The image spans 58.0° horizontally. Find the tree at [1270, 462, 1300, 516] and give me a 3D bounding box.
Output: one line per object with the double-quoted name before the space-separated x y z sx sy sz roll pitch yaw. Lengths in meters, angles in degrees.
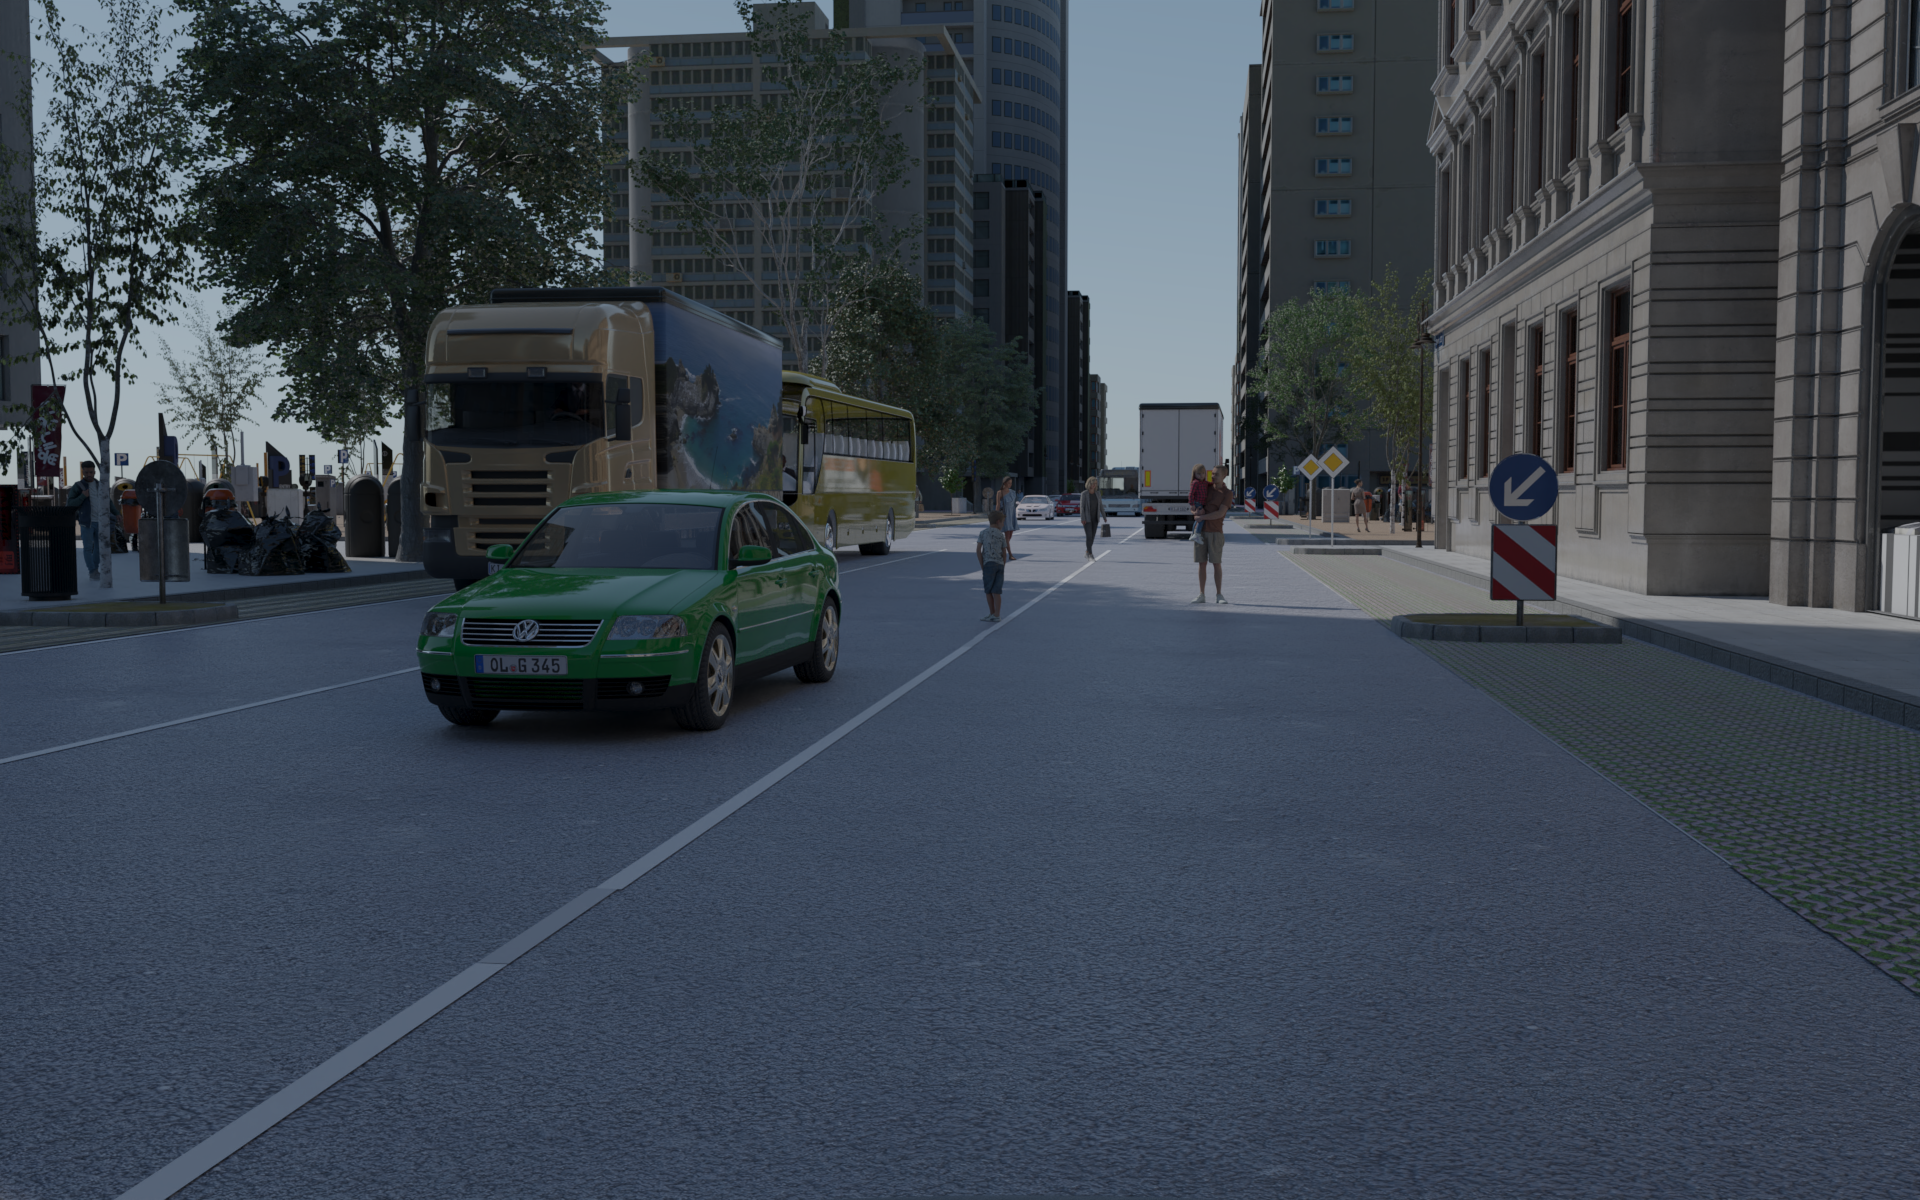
"tree" 19.295 -6.671 103.671 1.663 3.219 1.824 0 3 0

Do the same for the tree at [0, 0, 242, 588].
"tree" -11.831 -4.483 23.662 4.360 8.622 3.978 0 3 0

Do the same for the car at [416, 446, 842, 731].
"car" -2.078 -0.196 11.995 1.959 1.807 4.718 1 4 9

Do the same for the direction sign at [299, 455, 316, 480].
"direction sign" -37.403 -6.563 99.305 0.876 3.537 0.379 -2 4 -28

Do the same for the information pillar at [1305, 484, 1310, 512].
"information pillar" 24.340 -7.149 121.386 0.304 2.012 0.304 0 4 -8

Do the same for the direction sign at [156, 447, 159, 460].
"direction sign" -38.064 -5.531 82.428 0.379 3.537 0.876 -3 5 -40

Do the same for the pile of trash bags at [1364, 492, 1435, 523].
"pile of trash bags" 19.639 -4.170 77.932 3.447 1.369 1.912 0 4 -6

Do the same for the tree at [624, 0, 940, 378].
"tree" -6.915 -12.763 64.569 12.611 20.169 13.585 0 3 0

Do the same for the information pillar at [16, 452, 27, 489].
"information pillar" -50.781 -6.264 93.765 0.504 3.616 0.183 0 4 -4

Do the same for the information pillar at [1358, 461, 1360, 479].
"information pillar" 27.873 -7.936 121.112 0.183 3.616 0.504 0 4 5

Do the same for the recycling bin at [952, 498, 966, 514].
"recycling bin" -0.066 -6.140 112.948 0.722 1.027 0.722 -3 5 -44

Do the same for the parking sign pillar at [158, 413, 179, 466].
"parking sign pillar" -26.501 -4.254 58.033 1.447 3.967 1.447 -1 4 -17

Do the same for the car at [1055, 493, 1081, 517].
"car" 7.143 -6.194 110.313 2.155 1.783 4.494 0 4 8

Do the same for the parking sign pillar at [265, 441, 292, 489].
"parking sign pillar" -34.884 -6.134 88.757 1.447 3.967 1.447 2 4 27

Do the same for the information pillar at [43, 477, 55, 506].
"information pillar" -37.286 -4.061 70.883 0.304 2.012 0.304 1 4 20

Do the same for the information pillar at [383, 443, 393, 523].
"information pillar" -25.179 -5.186 76.151 0.504 3.616 0.183 -1 4 -19

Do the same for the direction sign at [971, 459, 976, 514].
"direction sign" 0.869 -7.214 109.952 0.379 3.537 0.876 1 4 17

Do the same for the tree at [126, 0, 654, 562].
"tree" -10.398 -7.709 32.703 9.857 13.997 8.962 0 3 0

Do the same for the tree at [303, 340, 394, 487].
"tree" -27.544 -7.858 78.835 4.360 8.622 3.978 0 3 0

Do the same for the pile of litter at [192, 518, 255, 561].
"pile of litter" -14.090 -1.213 33.801 1.719 0.858 1.176 -1 4 -22

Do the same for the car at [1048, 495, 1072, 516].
"car" 6.580 -6.418 117.303 2.083 1.381 4.827 1 4 8

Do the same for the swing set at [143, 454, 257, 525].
"swing set" -29.878 -4.333 68.462 2.862 2.851 3.119 1 4 23

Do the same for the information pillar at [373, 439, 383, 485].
"information pillar" -24.968 -5.060 74.080 0.183 3.616 0.504 -2 4 -32

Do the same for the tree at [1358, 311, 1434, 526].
"tree" 17.765 -7.249 68.888 4.360 8.622 3.978 0 3 0

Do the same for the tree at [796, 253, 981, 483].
"tree" -3.785 -10.073 81.703 9.611 12.733 9.660 0 3 0

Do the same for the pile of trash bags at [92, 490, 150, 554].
"pile of trash bags" -18.017 -1.709 37.687 1.912 1.369 3.447 -2 4 -27

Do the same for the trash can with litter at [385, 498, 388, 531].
"trash can with litter" -19.206 -2.940 59.462 1.055 1.170 0.624 -2 4 -26

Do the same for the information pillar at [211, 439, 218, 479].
"information pillar" -30.916 -4.925 71.882 0.183 3.616 0.504 -3 5 -43

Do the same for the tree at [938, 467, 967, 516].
"tree" -0.351 -6.600 102.509 1.663 3.219 1.824 0 3 0

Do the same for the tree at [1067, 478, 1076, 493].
"tree" 12.647 -12.769 203.367 1.663 3.219 1.824 0 3 0

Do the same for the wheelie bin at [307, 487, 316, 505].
"wheelie bin" -27.332 -4.030 73.793 0.980 1.594 0.693 -1 4 -14

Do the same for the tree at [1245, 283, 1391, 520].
"tree" 17.605 -9.779 85.635 9.928 11.665 9.643 0 3 0

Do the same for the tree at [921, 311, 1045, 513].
"tree" 1.266 -13.043 119.900 9.857 13.997 8.962 0 3 0

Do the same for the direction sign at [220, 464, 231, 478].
"direction sign" -54.582 -8.377 128.956 0.876 3.537 0.379 -1 4 -15

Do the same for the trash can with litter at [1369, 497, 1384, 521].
"trash can with litter" 20.139 -4.399 83.315 1.055 1.170 0.624 0 4 -6

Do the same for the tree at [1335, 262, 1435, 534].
"tree" 14.265 -6.455 55.909 4.737 8.622 4.395 0 3 0

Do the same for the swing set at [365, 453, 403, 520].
"swing set" -21.396 -4.255 67.194 2.862 2.851 3.119 0 4 -5

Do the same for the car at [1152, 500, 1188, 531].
"car" 8.338 -3.478 68.865 2.014 1.417 4.499 0 4 7

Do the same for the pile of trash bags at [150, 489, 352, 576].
"pile of trash bags" -11.620 -1.154 28.627 3.447 1.369 1.912 3 5 42

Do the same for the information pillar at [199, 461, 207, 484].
"information pillar" -53.239 -7.977 121.773 0.504 3.616 0.183 -1 4 -10

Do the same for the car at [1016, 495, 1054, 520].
"car" 4.182 -5.099 95.735 2.083 1.381 4.827 0 4 7

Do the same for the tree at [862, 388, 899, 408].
"tree" -4.844 -9.744 109.674 4.360 8.622 3.978 0 3 0

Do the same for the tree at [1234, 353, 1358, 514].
"tree" 21.746 -10.872 112.176 8.767 10.594 7.601 1 4 21

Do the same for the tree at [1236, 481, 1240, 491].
"tree" 33.925 -12.953 206.380 1.663 3.219 1.824 0 3 0
